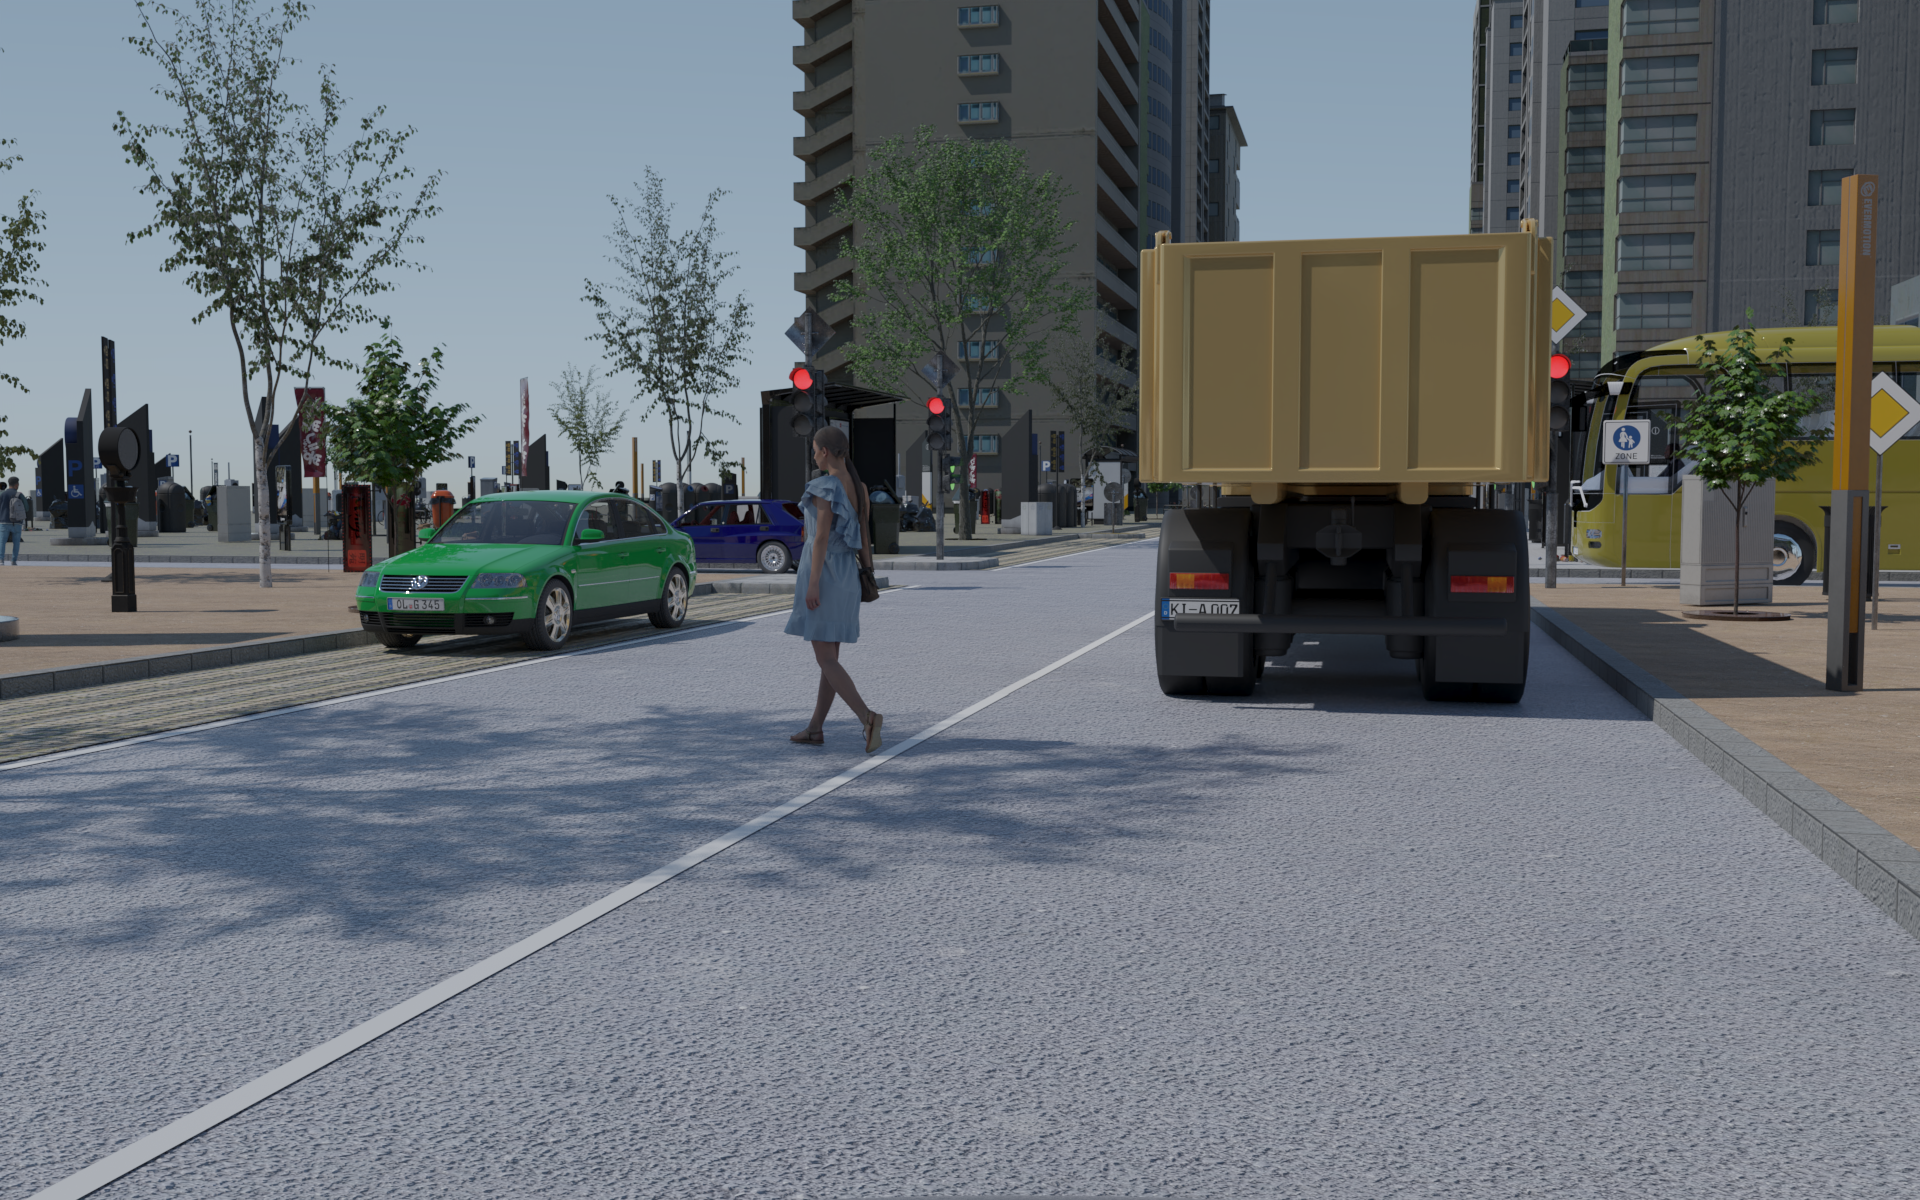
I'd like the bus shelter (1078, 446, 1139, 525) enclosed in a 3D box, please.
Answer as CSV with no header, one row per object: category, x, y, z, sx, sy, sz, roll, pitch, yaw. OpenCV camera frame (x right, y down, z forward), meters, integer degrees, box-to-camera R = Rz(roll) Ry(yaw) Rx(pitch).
bus shelter,6.595,-4.963,75.068,2.014,3.302,5.546,1,4,14

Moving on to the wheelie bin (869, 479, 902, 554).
wheelie bin,-1.594,-1.783,37.059,0.693,1.594,0.980,0,4,-2

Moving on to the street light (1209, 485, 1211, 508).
street light,15.703,-8.320,108.827,0.468,5.910,1.993,1,4,14

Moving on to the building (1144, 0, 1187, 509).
building,8.890,-37.853,160.893,21.231,58.520,28.212,1,4,14

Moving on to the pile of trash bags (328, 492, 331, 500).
pile of trash bags,-28.197,-4.066,76.227,1.912,1.369,3.447,-1,4,-8

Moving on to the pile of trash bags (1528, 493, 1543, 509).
pile of trash bags,30.976,-5.232,95.303,3.447,1.369,1.912,-1,4,-17

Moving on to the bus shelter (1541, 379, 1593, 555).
bus shelter,13.540,-2.848,37.850,1.731,3.624,6.357,1,4,14

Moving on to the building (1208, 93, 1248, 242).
building,23.487,-39.500,235.055,28.713,52.752,27.495,1,4,14

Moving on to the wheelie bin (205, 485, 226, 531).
wheelie bin,-25.562,-3.177,59.856,0.693,1.594,0.980,1,4,20

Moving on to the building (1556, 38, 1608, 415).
building,45.913,-20.844,112.498,14.160,30.474,14.107,1,4,14

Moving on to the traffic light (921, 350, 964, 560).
traffic light,-0.372,-2.738,33.693,0.839,4.253,0.868,1,4,14

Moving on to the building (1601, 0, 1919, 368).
building,37.123,-24.245,79.997,14.154,41.232,14.086,1,4,14

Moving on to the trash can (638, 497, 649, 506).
trash can,-13.169,-3.699,72.140,0.748,1.137,0.748,0,3,0

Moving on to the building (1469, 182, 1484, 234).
building,73.711,-33.256,227.337,14.154,41.232,14.086,1,4,14

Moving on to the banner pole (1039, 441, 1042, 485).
banner pole,3.620,-5.658,82.525,0.863,3.779,0.401,2,4,33

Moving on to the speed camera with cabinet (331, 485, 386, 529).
speed camera with cabinet,-21.849,-4.211,63.179,2.038,3.252,0.660,-1,4,-21

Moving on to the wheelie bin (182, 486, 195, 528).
wheelie bin,-29.430,-3.536,65.723,0.693,1.594,0.980,-2,4,-35

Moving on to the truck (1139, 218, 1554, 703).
truck,3.473,-1.206,15.644,3.469,3.379,9.791,1,4,13

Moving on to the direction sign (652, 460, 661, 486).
direction sign,-20.096,-7.512,114.812,0.876,3.537,0.379,3,5,42

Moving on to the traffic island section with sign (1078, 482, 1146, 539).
traffic island section with sign,4.957,-2.898,56.018,1.989,1.847,2.006,1,4,14

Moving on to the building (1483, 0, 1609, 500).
building,72.719,-40.544,204.888,21.231,58.520,28.212,1,4,14

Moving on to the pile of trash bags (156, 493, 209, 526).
pile of trash bags,-31.577,-3.682,69.948,1.912,1.369,3.447,0,4,4

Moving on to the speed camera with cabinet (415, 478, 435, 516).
speed camera with cabinet,-29.591,-6.215,95.949,0.660,3.252,2.038,1,4,17

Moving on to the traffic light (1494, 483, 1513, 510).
traffic light,9.900,-2.588,31.240,0.839,4.253,0.868,1,4,14

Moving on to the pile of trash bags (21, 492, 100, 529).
pile of trash bags,-33.539,-3.340,64.359,3.447,1.369,1.912,-1,4,-12

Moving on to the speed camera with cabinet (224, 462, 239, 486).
speed camera with cabinet,-45.530,-6.895,107.073,0.660,3.252,2.038,1,4,20

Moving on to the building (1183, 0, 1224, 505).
building,21.690,-47.216,210.230,20.563,71.187,20.611,1,4,14

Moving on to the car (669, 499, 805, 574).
car,-4.378,-1.179,31.863,3.894,1.354,1.945,1,4,14

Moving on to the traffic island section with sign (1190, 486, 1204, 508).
traffic island section with sign,11.271,-4.501,82.226,1.989,1.847,2.006,1,4,14

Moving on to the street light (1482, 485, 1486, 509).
street light,14.099,-4.505,46.449,0.468,5.910,1.993,1,4,14

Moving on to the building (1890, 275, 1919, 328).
building,40.065,-44.378,38.248,31.000,86.520,22.319,1,4,14

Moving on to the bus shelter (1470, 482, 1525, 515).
bus shelter,18.677,-4.062,60.332,2.014,3.302,5.546,1,4,13

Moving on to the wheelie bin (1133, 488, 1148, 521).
wheelie bin,8.539,-4.528,81.941,0.693,1.594,0.980,0,4,-4

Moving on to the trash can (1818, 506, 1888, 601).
trash can,10.738,-0.563,20.858,0.748,1.137,0.748,0,3,0

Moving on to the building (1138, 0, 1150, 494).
building,7.256,-27.878,139.407,14.154,41.232,14.086,1,4,14

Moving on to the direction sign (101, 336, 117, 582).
direction sign,-12.405,-2.038,25.324,0.379,3.537,0.876,-1,4,-16

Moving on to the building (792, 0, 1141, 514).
building,0.581,-30.430,121.226,21.300,48.544,21.600,1,4,14

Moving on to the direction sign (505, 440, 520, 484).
direction sign,-18.968,-4.982,73.446,0.876,3.537,0.379,3,4,37

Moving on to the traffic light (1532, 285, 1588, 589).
traffic light,8.027,-2.114,23.477,0.839,4.253,0.868,1,4,14

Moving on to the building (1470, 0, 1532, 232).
building,80.423,-49.258,243.612,20.563,71.187,20.611,1,4,14

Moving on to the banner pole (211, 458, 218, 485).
banner pole,-52.076,-8.013,121.026,0.863,3.779,0.401,2,4,30

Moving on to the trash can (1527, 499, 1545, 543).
trash can,15.229,-2.064,45.399,0.748,1.137,0.748,0,3,0

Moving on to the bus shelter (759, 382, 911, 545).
bus shelter,-2.744,-2.950,39.520,1.731,3.624,6.357,1,4,13

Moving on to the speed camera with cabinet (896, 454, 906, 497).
speed camera with cabinet,-2.630,-5.562,85.275,0.660,3.252,2.038,3,5,43

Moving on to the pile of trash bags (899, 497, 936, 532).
pile of trash bags,-2.615,-2.995,58.725,3.447,1.369,1.912,-1,4,-21

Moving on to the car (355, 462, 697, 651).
car,-4.180,-0.520,17.305,1.959,1.807,4.718,1,4,14

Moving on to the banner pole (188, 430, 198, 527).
banner pole,-30.129,-4.766,67.945,0.401,3.779,0.863,-1,4,-20

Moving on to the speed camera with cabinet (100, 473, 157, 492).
speed camera with cabinet,-36.383,-4.975,75.676,2.038,3.252,0.660,-1,4,-14

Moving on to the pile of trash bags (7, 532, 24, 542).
pile of trash bags,-26.661,-2.226,46.155,3.447,1.369,1.912,2,4,31

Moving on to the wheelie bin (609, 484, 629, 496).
wheelie bin,-10.784,-2.867,54.778,0.693,1.594,0.980,-1,4,-12

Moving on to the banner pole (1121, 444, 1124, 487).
banner pole,8.185,-5.971,87.648,0.401,3.779,0.863,0,4,-2

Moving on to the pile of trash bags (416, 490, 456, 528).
pile of trash bags,-11.300,-2.008,42.583,3.447,1.369,1.912,0,4,-2

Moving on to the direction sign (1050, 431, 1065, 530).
direction sign,3.489,-4.290,62.142,0.379,3.537,0.876,3,4,37

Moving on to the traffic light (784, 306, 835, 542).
traffic light,-2.245,-2.264,25.930,0.839,4.253,0.868,1,4,14

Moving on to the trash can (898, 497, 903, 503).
trash can,-2.709,-4.155,79.586,0.748,1.137,0.748,0,3,0
